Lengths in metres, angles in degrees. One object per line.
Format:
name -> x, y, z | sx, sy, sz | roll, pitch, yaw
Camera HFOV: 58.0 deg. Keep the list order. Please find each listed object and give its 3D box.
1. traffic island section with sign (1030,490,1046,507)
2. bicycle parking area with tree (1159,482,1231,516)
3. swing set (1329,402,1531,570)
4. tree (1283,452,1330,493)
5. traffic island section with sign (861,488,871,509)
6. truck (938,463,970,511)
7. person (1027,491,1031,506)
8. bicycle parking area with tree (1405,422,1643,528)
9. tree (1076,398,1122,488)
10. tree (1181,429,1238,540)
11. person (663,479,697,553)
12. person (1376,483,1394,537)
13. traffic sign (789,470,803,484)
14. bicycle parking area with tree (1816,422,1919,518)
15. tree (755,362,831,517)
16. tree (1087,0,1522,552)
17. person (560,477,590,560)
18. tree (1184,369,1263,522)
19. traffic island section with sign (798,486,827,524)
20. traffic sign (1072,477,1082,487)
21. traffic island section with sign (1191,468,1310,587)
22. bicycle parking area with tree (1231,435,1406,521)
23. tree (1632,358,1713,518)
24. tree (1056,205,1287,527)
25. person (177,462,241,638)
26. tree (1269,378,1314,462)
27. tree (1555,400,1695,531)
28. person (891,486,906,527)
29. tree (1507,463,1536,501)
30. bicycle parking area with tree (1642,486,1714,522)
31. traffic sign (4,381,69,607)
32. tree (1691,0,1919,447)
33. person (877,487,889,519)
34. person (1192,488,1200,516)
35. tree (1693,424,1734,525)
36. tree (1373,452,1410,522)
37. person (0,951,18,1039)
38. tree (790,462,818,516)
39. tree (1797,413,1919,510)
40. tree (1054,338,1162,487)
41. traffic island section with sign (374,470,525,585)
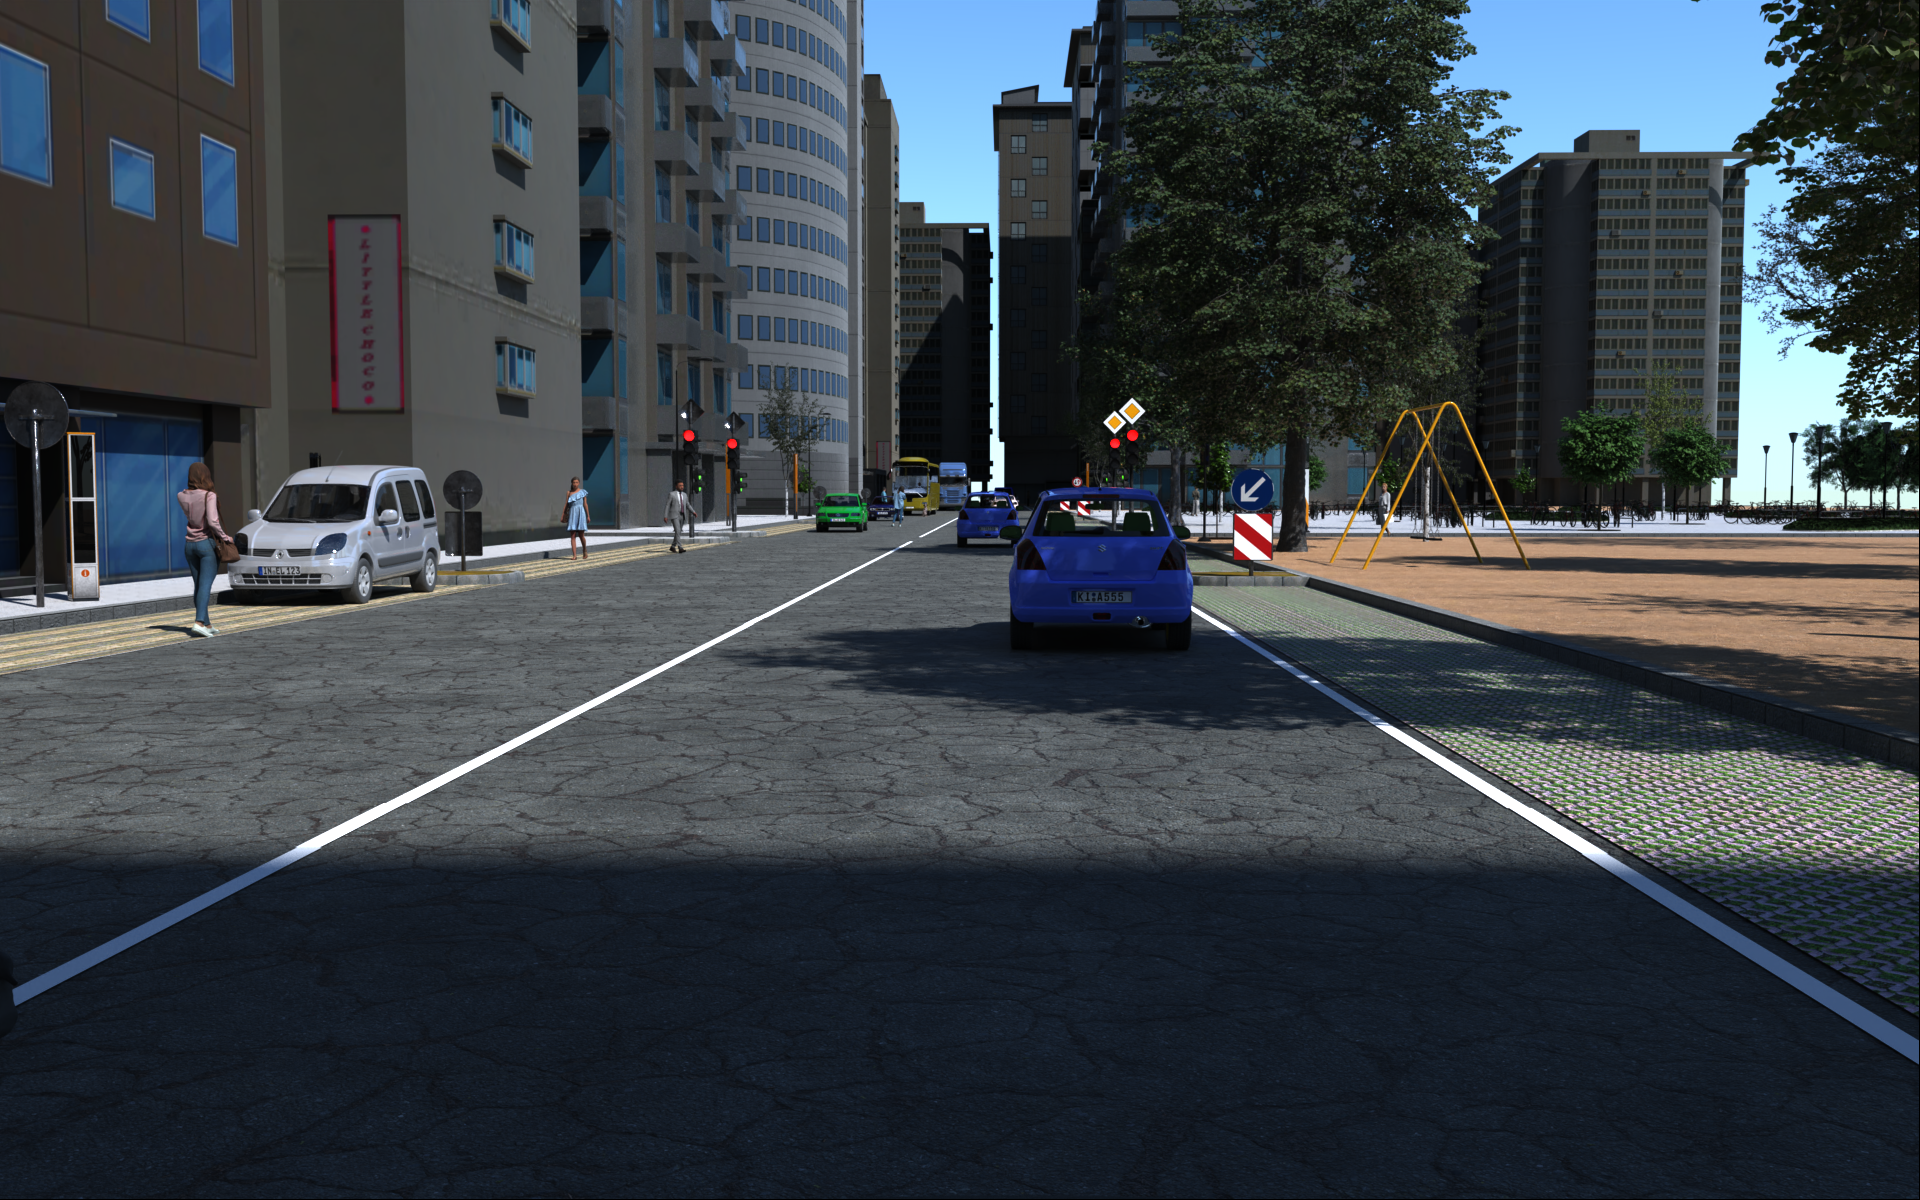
traffic island section with sign -> 8.593, -10.931, 187.349 | 1.989, 1.847, 2.006 | 0, 4, 1
bicycle parking area with tree -> 15.661, -7.235, 105.291 | 9.016, 4.147, 8.231 | 1, 4, 23
swing set -> 8.297, -2.022, 30.673 | 2.862, 2.851, 3.119 | 0, 4, 1
tree -> 25.243, -8.679, 125.623 | 4.285, 4.588, 4.351 | 0, 3, 0
traffic island section with sign -> -6.015, -6.300, 111.627 | 1.989, 1.847, 2.006 | 0, 4, 1
truck -> -0.673, -10.041, 153.925 | 2.967, 4.110, 18.799 | 0, 4, 0
person -> 7.940, -11.742, 200.485 | 0.705, 1.823, 1.348 | 1, 4, 23
bicycle parking area with tree -> 22.297, -5.013, 68.963 | 8.231, 4.147, 9.016 | 1, 4, 17
tree -> 10.031, -10.557, 122.966 | 4.360, 8.622, 3.978 | 0, 3, 0
tree -> 7.383, -3.340, 49.213 | 1.663, 3.219, 1.824 | 0, 3, 0
person -> -6.825, -2.030, 41.968 | 0.678, 1.792, 0.850 | -3, 5, -45
person -> 13.473, -2.810, 54.799 | 0.624, 1.780, 0.694 | -1, 4, -12
traffic sign -> -8.563, -5.530, 90.524 | 0.768, 2.556, 0.104 | 0, 4, 4
bicycle parking area with tree -> 36.961, -5.169, 71.516 | 9.016, 4.147, 8.231 | 1, 4, 13
tree -> -9.434, -8.868, 95.347 | 4.360, 8.622, 3.978 | 0, 3, 0
tree -> 7.410, -8.054, 38.344 | 9.857, 13.997, 8.962 | 0, 3, 0
person -> -8.350, -1.775, 37.620 | 0.616, 1.811, 0.778 | 0, 4, 5
tree -> 11.663, -7.847, 78.655 | 4.737, 8.622, 4.395 | 0, 3, 0
traffic island section with sign -> -6.731, -4.581, 83.529 | 1.989, 1.847, 2.006 | 0, 4, 1
traffic sign -> 8.755, -7.911, 129.454 | 0.768, 2.556, 0.104 | 1, 4, 9
traffic island section with sign -> 4.447, -1.162, 27.621 | 1.989, 1.847, 2.006 | 0, 4, 1
bicycle parking area with tree -> 19.330, -6.060, 86.078 | 8.231, 4.147, 9.016 | 2, 4, 35
tree -> 37.920, -8.720, 92.928 | 4.737, 8.622, 4.395 | 0, 3, 0
tree -> 8.546, -9.264, 68.475 | 9.611, 12.733, 9.660 | 0, 3, 0
person -> -7.619, -0.509, 17.409 | 0.593, 1.750, 0.643 | 1, 4, 16
tree -> 18.642, -8.915, 96.123 | 4.360, 8.622, 3.978 | 0, 3, 0
tree -> 22.326, -4.695, 60.479 | 4.285, 4.588, 4.351 | 0, 3, 0
person -> -2.721, -4.133, 76.334 | 0.793, 1.790, 0.793 | -1, 4, -18
tree -> 34.863, -6.869, 106.912 | 1.663, 3.219, 1.824 | 0, 3, 0
bicycle parking area with tree -> 36.612, -5.824, 82.223 | 9.016, 4.147, 8.231 | -3, 5, -41
traffic sign -> -10.417, -1.189, 19.545 | 0.768, 2.556, 0.104 | 0, 4, 5
tree -> 16.592, -6.592, 25.902 | 7.486, 12.596, 7.792 | 0, 3, 0
person -> -4.406, -5.548, 99.067 | 0.748, 1.841, 0.638 | 0, 4, -2
person -> 13.642, -5.706, 99.882 | 0.519, 1.759, 0.362 | 3, 4, 38
tree -> 30.860, -5.491, 73.494 | 4.285, 4.588, 4.351 | 0, 3, 0
tree -> 19.885, -5.199, 79.612 | 1.663, 3.219, 1.824 | 0, 3, 0
person -> -2.773, 0.246, 4.363 | 0.818, 1.842, 0.514 | 1, 4, 21
tree -> -9.198, -6.617, 102.784 | 1.663, 3.219, 1.824 | 0, 3, 0
tree -> 63.184, -9.479, 117.891 | 11.467, 7.101, 20.602 | 0, 4, 0
tree -> 8.835, -9.855, 95.534 | 7.601, 10.594, 8.767 | -3, 5, -43
traffic island section with sign -> -8.171, -1.187, 28.039 | 1.989, 1.847, 2.006 | 0, 4, 1
